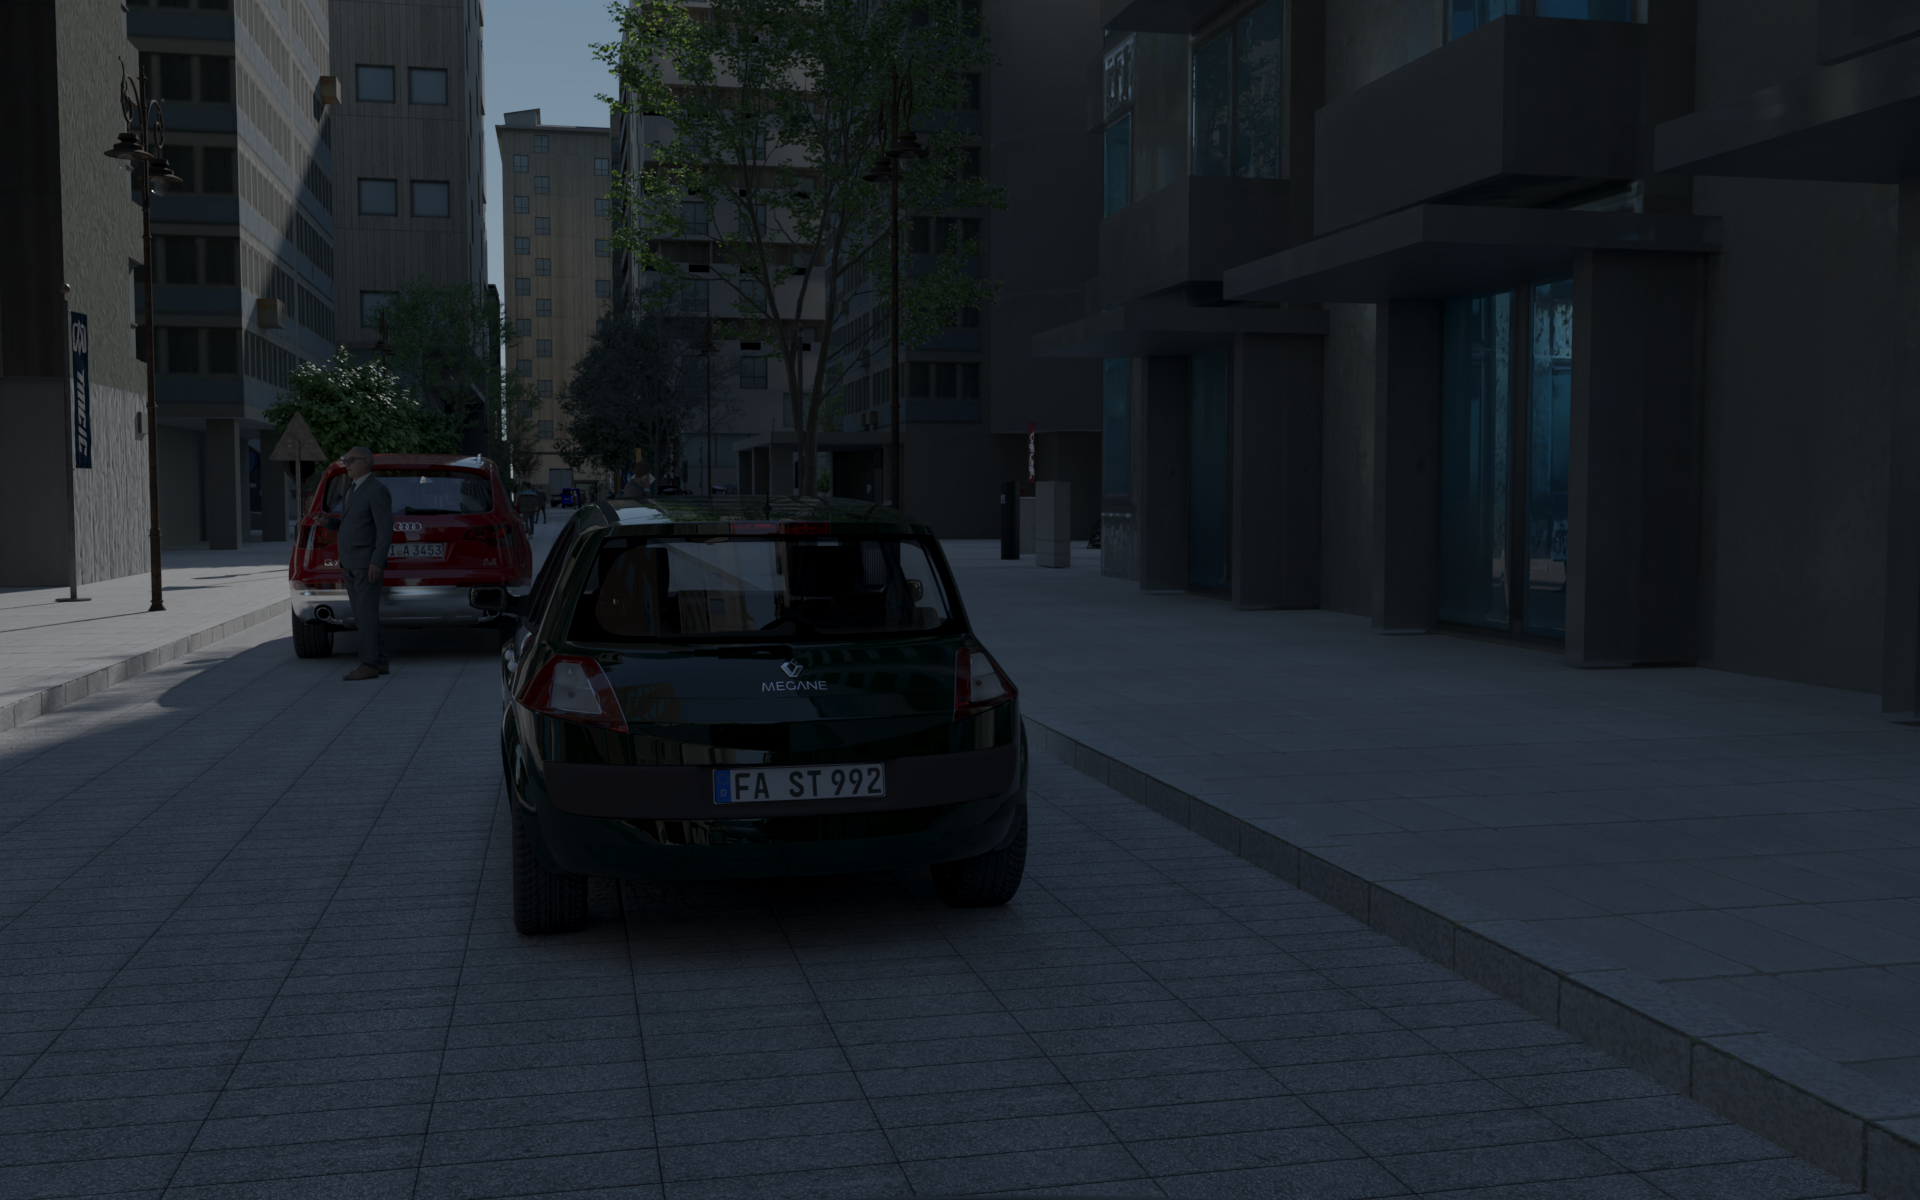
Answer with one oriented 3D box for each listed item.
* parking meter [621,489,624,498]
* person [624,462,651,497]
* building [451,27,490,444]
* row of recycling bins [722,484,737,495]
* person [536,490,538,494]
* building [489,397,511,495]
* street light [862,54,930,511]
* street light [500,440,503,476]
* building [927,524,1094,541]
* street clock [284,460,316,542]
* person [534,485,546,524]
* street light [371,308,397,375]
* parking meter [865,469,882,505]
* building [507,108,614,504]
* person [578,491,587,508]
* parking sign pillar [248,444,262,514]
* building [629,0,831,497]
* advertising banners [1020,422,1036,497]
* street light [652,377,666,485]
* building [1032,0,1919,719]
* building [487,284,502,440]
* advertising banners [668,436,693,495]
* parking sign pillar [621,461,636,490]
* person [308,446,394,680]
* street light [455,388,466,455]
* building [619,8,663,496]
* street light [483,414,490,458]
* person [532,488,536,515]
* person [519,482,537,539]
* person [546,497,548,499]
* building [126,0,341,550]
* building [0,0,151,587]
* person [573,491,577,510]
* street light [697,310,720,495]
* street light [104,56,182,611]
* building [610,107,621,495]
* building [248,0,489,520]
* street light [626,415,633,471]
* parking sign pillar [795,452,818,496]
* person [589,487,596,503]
[{"bbox_3d":[-18.128,-5.203,93.483,0.372,1.533,0.369,0,3,0],"label":"parking meter"},{"bbox_3d":[-4.160,-0.871,22.555,0.447,1.846,0.655,-2,4,-25],"label":"person"},{"bbox_3d":[-41.268,-26.890,123.240,14.154,41.232,14.086,-1,4,-13],"label":"building"},{"bbox_3d":[-8.654,-3.737,68.216,1.069,1.692,3.534,-2,4,-24],"label":"row of recycling bins"},{"bbox_3d":[-39.052,-9.246,159.757,0.705,1.814,1.350,-3,4,-37],"label":"person"},{"bbox_3d":[-69.825,-54.508,203.884,31.000,86.520,22.319,-1,4,-13],"label":"building"},{"bbox_3d":[-0.705,-2.814,18.803,0.468,5.910,1.993,-1,4,-13],"label":"street light"},{"bbox_3d":[-33.054,-9.306,124.944,0.468,5.910,1.993,-1,4,-13],"label":"street light"},{"bbox_3d":[9.276,-22.236,55.436,32.217,40.220,23.993,-1,4,-13],"label":"building"},{"bbox_3d":[-11.356,-1.545,29.828,0.471,2.002,0.358,-3,5,-41],"label":"street clock"},{"bbox_3d":[-20.175,-4.580,83.166,0.755,1.850,0.659,2,4,34],"label":"person"},{"bbox_3d":[-14.321,-4.305,43.182,0.468,5.910,1.993,-1,4,-13],"label":"street light"},{"bbox_3d":[-2.024,-2.125,40.462,0.255,1.863,0.399,-3,4,-36],"label":"parking meter"},{"bbox_3d":[-51.053,-40.202,246.541,27.495,52.752,28.713,-1,4,-13],"label":"building"},{"bbox_3d":[-34.926,-9.247,160.235,0.990,1.755,0.434,2,4,25],"label":"person"},{"bbox_3d":[-32.963,-5.611,80.209,1.447,3.967,1.447,1,4,9],"label":"parking sign pillar"},{"bbox_3d":[-11.500,-33.373,134.880,28.713,52.752,27.495,-1,4,-13],"label":"building"},{"bbox_3d":[1.445,-2.778,41.602,0.090,3.025,2.074,2,4,24],"label":"advertising banners"},{"bbox_3d":[-11.883,-5.849,68.411,0.468,5.910,1.993,-1,4,-13],"label":"street light"},{"bbox_3d":[14.336,-24.200,15.273,23.786,49.044,30.456,-1,4,-13],"label":"building"},{"bbox_3d":[-69.928,-28.426,236.464,14.107,30.474,14.160,-1,4,-13],"label":"building"},{"bbox_3d":[-8.558,-3.474,52.987,0.090,3.025,2.074,1,4,11],"label":"advertising banners"},{"bbox_3d":[-22.193,-7.851,116.832,1.447,3.967,1.447,1,4,19],"label":"parking sign pillar"},{"bbox_3d":[-4.724,-0.295,13.507,0.661,1.801,0.590,3,5,43],"label":"person"},{"bbox_3d":[-21.798,-6.294,75.692,0.468,5.910,1.993,-1,4,-13],"label":"street light"},{"bbox_3d":[-22.072,-33.405,169.876,21.300,48.544,21.600,-1,4,-13],"label":"building"},{"bbox_3d":[-27.302,-7.780,99.993,0.468,5.910,1.993,-1,4,-13],"label":"street light"},{"bbox_3d":[-29.582,-6.816,120.041,0.679,1.850,0.850,2,4,26],"label":"person"},{"bbox_3d":[-13.690,-2.846,55.047,0.620,1.820,0.660,3,4,39],"label":"person"},{"bbox_3d":[-39.832,-9.554,164.705,1.348,1.824,0.705,0,4,4],"label":"person"},{"bbox_3d":[-29.568,-21.602,45.070,23.993,40.220,32.217,-1,4,-13],"label":"building"},{"bbox_3d":[-18.649,-15.153,19.448,14.160,30.474,14.107,-1,4,-13],"label":"building"},{"bbox_3d":[-34.879,-9.059,157.337,0.721,1.736,1.217,-1,4,-12],"label":"person"},{"bbox_3d":[-6.306,-4.326,43.520,0.468,5.910,1.993,-1,4,-13],"label":"street light"},{"bbox_3d":[-8.833,-2.819,18.878,0.468,5.910,1.993,-1,4,-13],"label":"street light"},{"bbox_3d":[-30.415,-30.779,186.834,14.154,41.232,14.086,-1,4,-13],"label":"building"},{"bbox_3d":[-40.057,-30.853,93.688,28.713,52.752,27.495,-1,4,-13],"label":"building"},{"bbox_3d":[-18.941,-7.721,99.022,0.468,5.910,1.993,-1,4,-13],"label":"street light"},{"bbox_3d":[-8.839,-6.796,99.586,1.447,3.967,1.447,0,4,-1],"label":"parking sign pillar"},{"bbox_3d":[-25.903,-6.999,122.299,0.648,1.900,0.474,2,4,27],"label":"person"}]
